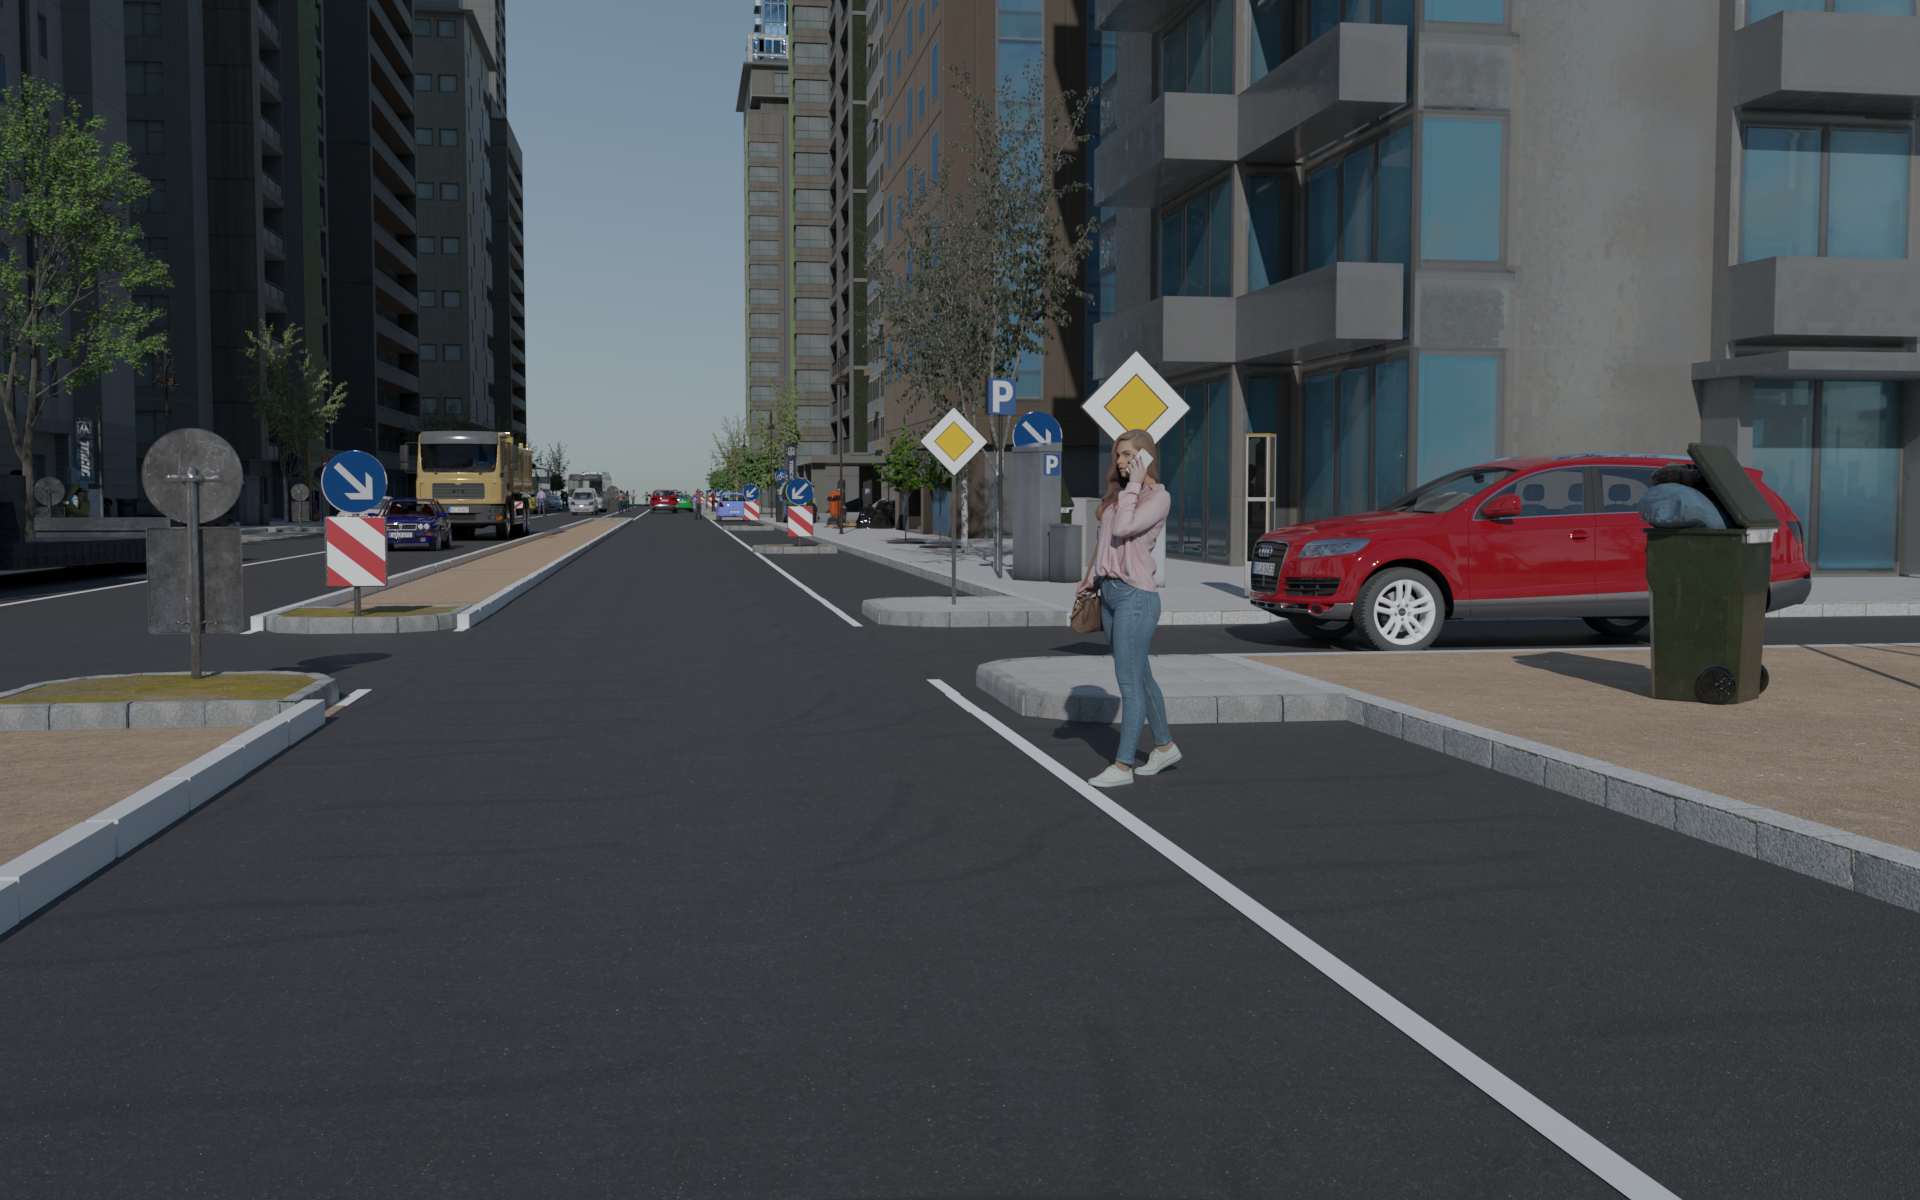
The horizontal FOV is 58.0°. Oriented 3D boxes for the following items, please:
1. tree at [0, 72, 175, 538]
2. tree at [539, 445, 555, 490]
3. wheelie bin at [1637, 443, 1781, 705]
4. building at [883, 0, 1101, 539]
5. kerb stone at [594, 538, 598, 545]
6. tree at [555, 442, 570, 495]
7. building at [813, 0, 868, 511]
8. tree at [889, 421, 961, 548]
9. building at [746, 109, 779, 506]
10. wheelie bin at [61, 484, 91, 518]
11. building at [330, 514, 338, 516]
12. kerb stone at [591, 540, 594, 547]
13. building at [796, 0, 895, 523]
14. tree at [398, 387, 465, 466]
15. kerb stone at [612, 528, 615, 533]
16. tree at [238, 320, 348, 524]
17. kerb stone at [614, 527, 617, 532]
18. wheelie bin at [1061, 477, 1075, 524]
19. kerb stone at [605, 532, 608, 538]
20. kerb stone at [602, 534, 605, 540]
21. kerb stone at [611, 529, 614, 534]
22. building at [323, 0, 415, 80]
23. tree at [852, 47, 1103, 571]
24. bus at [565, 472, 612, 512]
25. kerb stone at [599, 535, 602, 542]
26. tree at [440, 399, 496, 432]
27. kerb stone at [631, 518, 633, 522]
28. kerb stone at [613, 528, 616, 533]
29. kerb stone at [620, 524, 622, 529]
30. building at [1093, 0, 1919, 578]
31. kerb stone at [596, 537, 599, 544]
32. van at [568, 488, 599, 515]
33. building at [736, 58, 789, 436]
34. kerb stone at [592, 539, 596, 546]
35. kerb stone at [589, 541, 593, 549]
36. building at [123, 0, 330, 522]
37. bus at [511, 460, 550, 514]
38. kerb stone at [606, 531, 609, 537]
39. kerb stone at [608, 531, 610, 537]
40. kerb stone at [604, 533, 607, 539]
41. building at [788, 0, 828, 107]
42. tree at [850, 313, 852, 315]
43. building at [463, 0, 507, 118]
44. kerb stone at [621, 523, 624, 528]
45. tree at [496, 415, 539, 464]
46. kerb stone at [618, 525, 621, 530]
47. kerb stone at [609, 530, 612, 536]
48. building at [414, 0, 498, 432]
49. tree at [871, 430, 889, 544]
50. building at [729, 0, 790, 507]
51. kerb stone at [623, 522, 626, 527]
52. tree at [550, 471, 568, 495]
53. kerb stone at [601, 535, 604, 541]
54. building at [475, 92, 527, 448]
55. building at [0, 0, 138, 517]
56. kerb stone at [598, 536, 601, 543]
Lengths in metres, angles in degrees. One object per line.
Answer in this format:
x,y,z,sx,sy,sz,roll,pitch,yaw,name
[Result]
-23.970,-7.232,43.998,9.928,11.665,9.643,0,3,0,tree
-47.649,-14.543,188.146,4.737,8.622,4.395,0,3,0,tree
4.647,-0.177,10.810,0.693,1.594,0.980,3,5,42,wheelie bin
5.210,-24.814,55.815,14.600,45.320,14.200,-1,4,-9,building
-10.044,-1.534,47.280,0.120,0.150,1.000,-1,4,-9,kerb stone
-55.825,-17.654,239.003,4.737,8.622,4.395,0,3,0,tree
0.324,-41.199,111.854,20.563,71.187,20.611,-1,4,-9,building
-0.404,-2.865,41.447,1.663,3.219,1.824,0,3,0,tree
-16.148,-30.878,188.447,14.154,41.232,14.086,-1,4,-9,building
-26.556,-2.701,52.077,0.693,1.594,0.980,-3,5,-44,wheelie bin
-45.697,-40.397,98.747,20.563,71.187,20.611,-1,4,-9,building
-9.714,-1.410,45.253,0.120,0.150,1.000,-1,4,-9,kerb stone
8.295,-24.045,85.012,32.217,40.220,23.993,-1,4,-9,building
-36.185,-10.296,118.699,4.360,8.622,3.978,0,3,0,tree
-12.215,-2.338,60.434,0.120,0.150,1.000,-1,4,-9,kerb stone
-28.531,-7.537,73.595,4.737,8.622,4.395,0,3,0,tree
-12.545,-2.462,62.455,0.120,0.150,1.000,-1,4,-9,kerb stone
1.347,-1.208,27.662,0.980,1.594,0.693,-3,5,-39,wheelie bin
-11.221,-1.967,54.355,0.120,0.150,1.000,-1,4,-9,kerb stone
-10.876,-1.844,52.341,0.120,0.150,1.000,-1,4,-9,kerb stone
-12.046,-2.276,59.425,0.120,0.150,1.000,-1,4,-9,kerb stone
-50.346,-30.388,120.540,21.300,48.544,21.600,-1,4,-9,building
0.566,-4.814,29.076,4.360,8.622,3.978,0,3,0,tree
-29.307,-8.719,137.407,2.948,3.499,13.247,0,4,-8,bus
-10.547,-1.714,50.316,0.120,0.150,1.000,-1,4,-9,kerb stone
-39.109,-11.338,135.735,4.737,8.622,4.395,0,3,0,tree
-16.217,-3.819,84.726,0.120,0.150,1.000,-1,4,-9,kerb stone
-12.379,-2.401,61.446,0.120,0.150,1.000,-1,4,-9,kerb stone
-13.548,-2.834,68.532,0.120,0.150,1.000,-1,4,-9,kerb stone
17.775,-25.464,35.941,30.456,49.044,23.786,-1,4,-9,building
-10.211,-1.595,48.288,0.120,0.150,1.000,-1,4,-9,kerb stone
-25.599,-6.785,117.949,2.013,2.044,4.112,0,4,-8,van
-12.078,-37.961,209.903,28.713,52.752,27.495,-1,4,-9,building
-9.880,-1.471,46.270,0.120,0.150,1.000,-1,4,-9,kerb stone
-9.537,-1.348,44.239,0.120,0.150,1.000,-1,4,-9,kerb stone
-38.808,-24.339,81.544,14.154,41.232,14.086,-1,4,-9,building
-31.613,-8.227,126.058,2.896,3.916,12.252,-1,4,-9,bus
-11.372,-2.027,55.367,0.120,0.150,1.000,-1,4,-9,kerb stone
-11.541,-2.090,56.374,0.120,0.150,1.000,-1,4,-9,kerb stone
-11.044,-1.901,53.349,0.120,0.150,1.000,-1,4,-9,kerb stone
-5.804,-27.261,129.310,14.154,41.232,14.086,-1,4,-9,building
-0.132,-5.342,37.697,4.360,8.622,3.978,0,3,0,tree
-68.950,-48.521,231.565,20.563,71.187,20.611,-1,4,-9,building
-13.887,-2.958,70.559,0.120,0.150,1.000,-1,4,-9,kerb stone
-42.730,-12.891,161.134,4.737,8.622,4.395,0,3,0,tree
-13.210,-2.707,66.505,0.120,0.150,1.000,-1,4,-9,kerb stone
-11.709,-2.153,57.391,0.120,0.150,1.000,-1,4,-9,kerb stone
-65.307,-36.533,186.546,28.713,52.752,27.495,-1,4,-9,building
-1.526,-3.073,44.847,1.663,3.219,1.824,0,3,0,tree
-20.212,-56.541,237.122,22.319,86.520,31.000,-1,4,-9,building
-14.393,-3.143,73.589,0.120,0.150,1.000,-1,4,-9,kerb stone
-56.915,-15.909,243.824,4.285,4.588,4.351,0,3,0,tree
-10.715,-1.782,51.331,0.120,0.150,1.000,-1,4,-9,kerb stone
-64.984,-35.955,211.558,21.300,48.544,21.600,-1,4,-9,building
-40.584,-31.146,51.239,21.231,58.520,28.212,-1,4,-9,building
-10.375,-1.657,49.308,0.120,0.150,1.000,-1,4,-9,kerb stone
